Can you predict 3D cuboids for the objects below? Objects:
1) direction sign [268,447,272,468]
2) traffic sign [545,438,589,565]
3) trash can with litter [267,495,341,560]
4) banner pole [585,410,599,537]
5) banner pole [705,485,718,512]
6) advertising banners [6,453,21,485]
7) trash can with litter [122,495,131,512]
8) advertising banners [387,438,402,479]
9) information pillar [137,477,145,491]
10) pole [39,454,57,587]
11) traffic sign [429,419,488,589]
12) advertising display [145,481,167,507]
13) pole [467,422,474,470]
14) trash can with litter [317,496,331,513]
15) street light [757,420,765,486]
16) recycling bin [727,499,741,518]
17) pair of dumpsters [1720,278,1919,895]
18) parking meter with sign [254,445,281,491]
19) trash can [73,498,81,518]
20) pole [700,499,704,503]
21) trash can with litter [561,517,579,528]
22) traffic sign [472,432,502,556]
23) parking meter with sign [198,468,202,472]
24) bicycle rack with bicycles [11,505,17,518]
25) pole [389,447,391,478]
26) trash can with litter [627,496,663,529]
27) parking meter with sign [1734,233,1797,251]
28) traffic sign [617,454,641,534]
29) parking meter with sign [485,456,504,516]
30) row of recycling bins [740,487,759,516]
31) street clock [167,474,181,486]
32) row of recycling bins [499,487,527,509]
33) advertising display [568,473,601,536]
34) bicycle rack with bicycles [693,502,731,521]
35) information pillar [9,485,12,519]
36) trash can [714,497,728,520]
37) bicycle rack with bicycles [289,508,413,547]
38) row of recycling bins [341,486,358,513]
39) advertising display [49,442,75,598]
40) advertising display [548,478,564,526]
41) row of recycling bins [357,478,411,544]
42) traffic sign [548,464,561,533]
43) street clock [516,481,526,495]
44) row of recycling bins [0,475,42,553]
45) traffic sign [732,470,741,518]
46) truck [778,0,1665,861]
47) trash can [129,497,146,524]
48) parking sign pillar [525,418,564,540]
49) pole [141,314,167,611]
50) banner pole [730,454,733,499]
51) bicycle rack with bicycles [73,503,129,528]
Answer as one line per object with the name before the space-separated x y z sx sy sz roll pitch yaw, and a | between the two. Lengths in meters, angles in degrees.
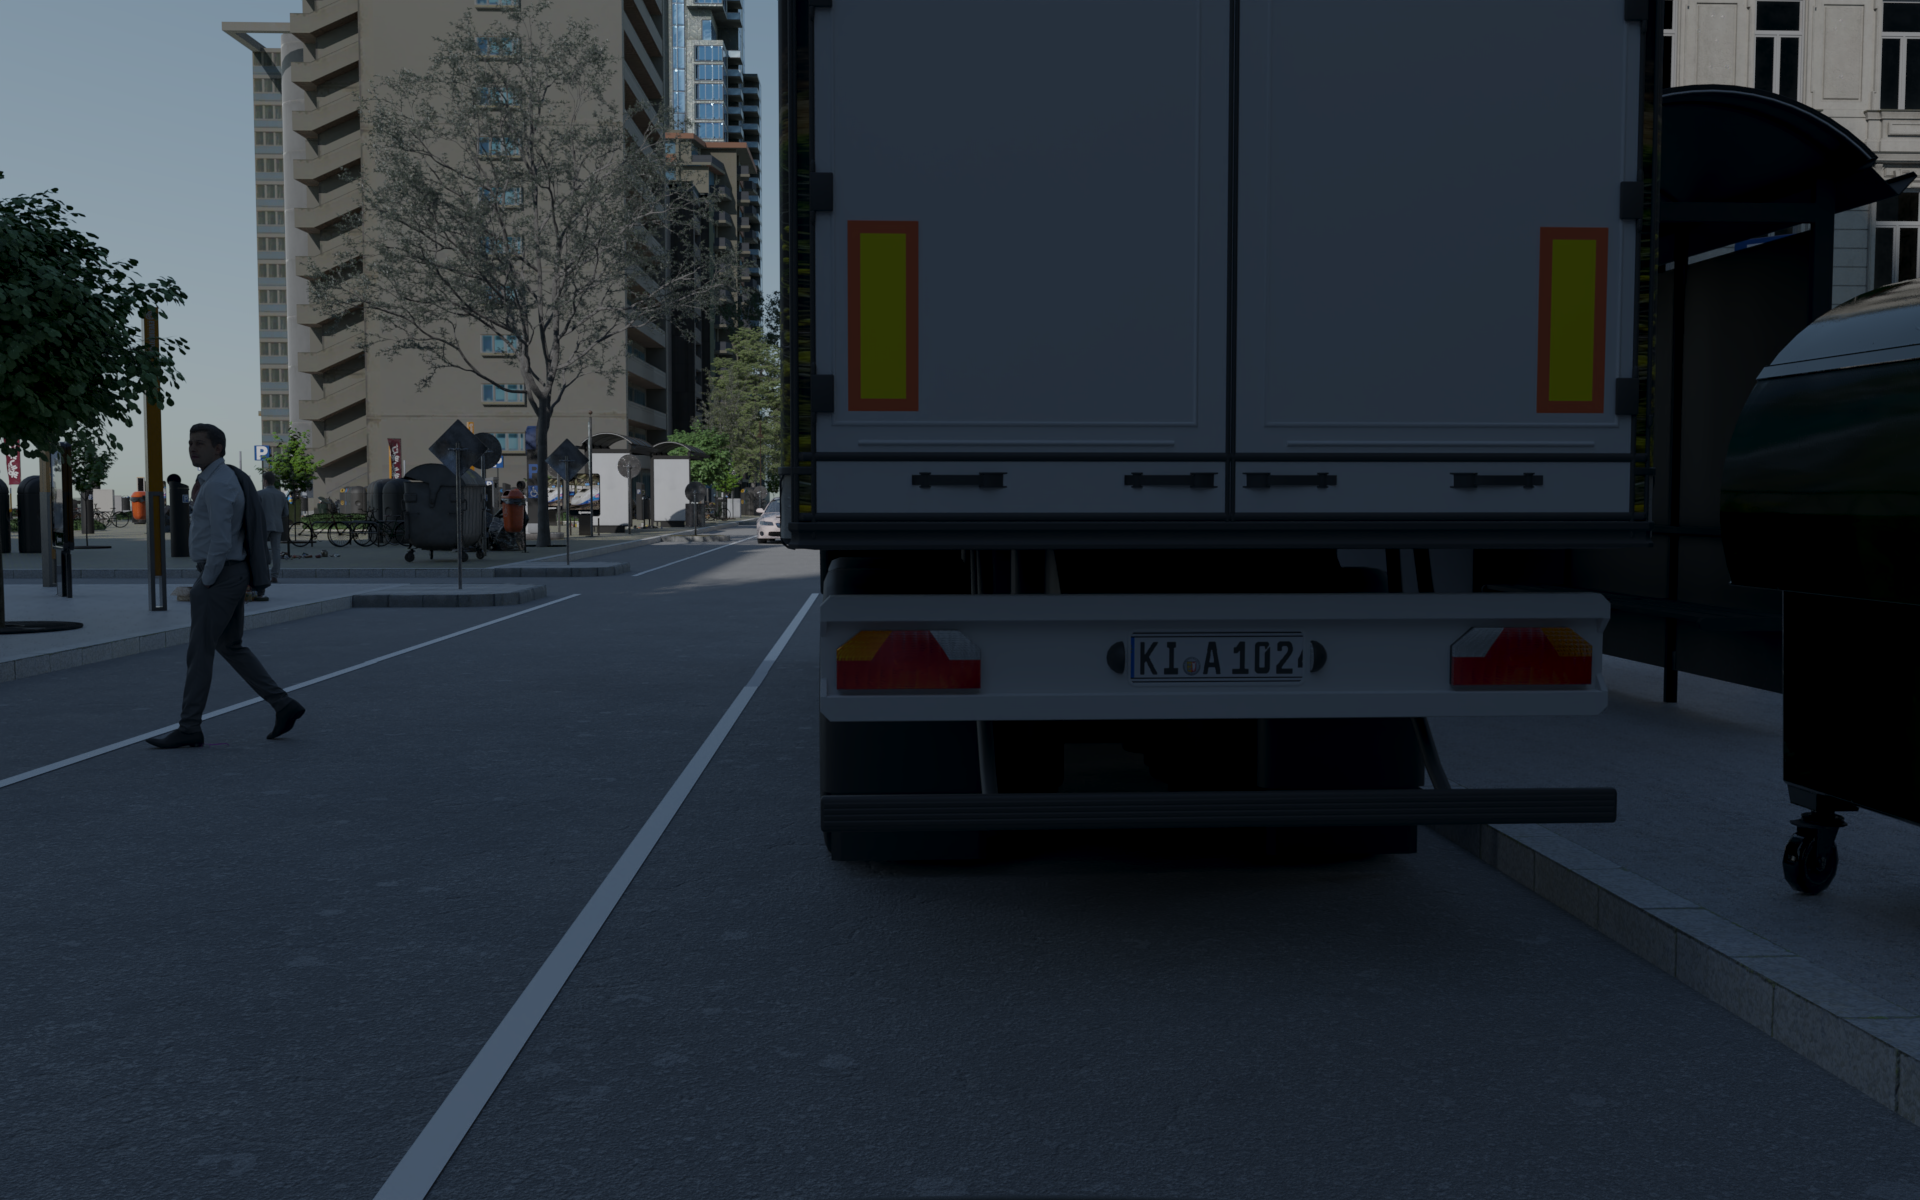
direction sign | -33.165 -5.586 83.320 0.379 3.537 0.876 -2 4 -30
traffic sign | -7.084 -1.689 31.263 0.795 2.450 0.064 0 4 -2
trash can with litter | -13.270 -1.446 34.693 1.678 1.210 2.233 2 4 35
banner pole | -11.122 -3.797 52.104 0.401 3.779 0.863 -1 4 -19
banner pole | -12.778 -6.086 89.519 0.863 3.779 0.401 0 4 7
advertising banners | -26.981 -3.333 50.681 2.074 3.025 0.090 0 4 5
trash can with litter | -47.858 -5.456 100.262 1.678 1.210 2.233 2 4 27
advertising banners | -17.287 -3.594 54.952 0.090 3.025 2.074 2 4 34
information pillar | -35.476 -4.316 75.057 0.304 2.012 0.304 -1 4 -22
pole | -12.574 -1.837 23.872 0.158 3.312 0.155 0 3 0
traffic sign | -6.735 -1.201 23.286 0.795 2.450 0.064 0 4 -2
advertising display | -38.557 -4.759 83.017 0.974 1.923 0.123 -3 5 -41
pole | -13.855 -3.379 49.093 0.158 3.312 0.155 0 3 0
trash can with litter | -29.196 -4.205 80.136 1.055 1.170 0.624 1 4 15
street light | -12.457 -8.282 108.192 0.468 5.910 1.993 0 4 -2
recycling bin | -12.295 -4.969 93.803 0.722 1.027 0.722 -2 4 -24
pair of dumpsters | 3.347 -0.062 3.512 1.574 2.255 4.437 0 4 -2
parking meter with sign | -24.920 -4.069 62.792 0.543 3.016 1.738 0 4 1
trash can | -35.782 -3.584 70.245 0.748 1.137 0.748 0 3 0
pole | -13.959 -6.108 93.716 0.158 3.312 0.155 0 3 0
trash can with litter | -16.247 -3.788 72.986 2.233 1.210 1.678 -3 4 -38
traffic sign | -9.836 -2.181 35.757 0.768 2.556 0.104 0 4 -2
parking meter with sign | -38.166 -5.663 88.853 0.543 3.016 1.738 2 4 27
bicycle rack with bicycles | -42.908 -4.177 81.672 2.925 0.926 2.852 3 4 37
pole | -22.872 -4.644 69.774 0.158 3.312 0.155 0 3 0
trash can with litter | -11.868 -3.254 64.253 1.678 1.210 2.233 1 4 12
parking meter with sign | 6.186 -0.979 12.274 1.738 3.016 0.543 -2 4 -35
traffic sign | -10.583 -3.382 55.398 0.768 2.556 0.104 0 4 4
parking meter with sign | -21.114 -5.000 78.018 0.543 3.016 1.738 0 4 6
row of recycling bins | -12.679 -5.980 104.879 1.069 1.692 3.534 -1 4 -12
street clock | -27.728 -3.460 61.144 0.471 2.002 0.358 -2 4 -26
row of recycling bins | -26.236 -5.701 100.322 3.534 1.692 1.069 -3 5 -42
advertising display | -11.594 -2.952 53.474 0.974 1.923 0.123 -1 4 -12
bicycle rack with bicycles | -12.386 -4.228 82.508 2.925 0.926 2.852 0 4 -3
information pillar | -49.183 -6.013 89.668 0.183 3.616 0.504 -2 4 -32
trash can | -11.874 -4.555 86.135 0.748 1.137 0.748 0 3 0
bicycle rack with bicycles | -14.593 -1.788 42.615 2.925 0.926 2.852 1 4 12
row of recycling bins | -29.703 -4.946 87.978 1.069 1.692 3.534 1 4 19
advertising display | -11.236 -1.007 21.677 0.123 1.923 0.974 -2 4 -35
advertising display | -16.486 -3.961 69.984 0.974 1.923 0.123 1 4 9
row of recycling bins | -15.132 -2.381 46.042 1.069 1.692 3.534 -2 4 -27
traffic sign | -12.275 -3.234 52.983 0.768 2.556 0.104 0 4 7
street clock | -23.882 -5.486 94.272 0.471 2.002 0.358 2 4 28
row of recycling bins | -21.482 -1.863 37.573 3.534 1.692 1.069 -1 4 -12
traffic sign | -11.735 -5.473 89.484 0.884 2.594 0.081 0 4 6
truck | 0.394 -1.305 10.247 2.839 4.237 11.283 0 4 -3
trash can | -34.911 -3.794 73.688 0.748 1.137 0.748 0 3 0
parking sign pillar | -11.969 -3.705 49.046 1.447 3.967 1.447 0 4 -6
pole | -8.830 -1.537 18.967 0.158 3.312 0.155 0 3 0
banner pole | -14.081 -7.109 106.253 0.401 3.779 0.863 -2 4 -28
bicycle rack with bicycles | -33.163 -3.211 65.886 2.925 0.926 2.852 -1 4 -10
